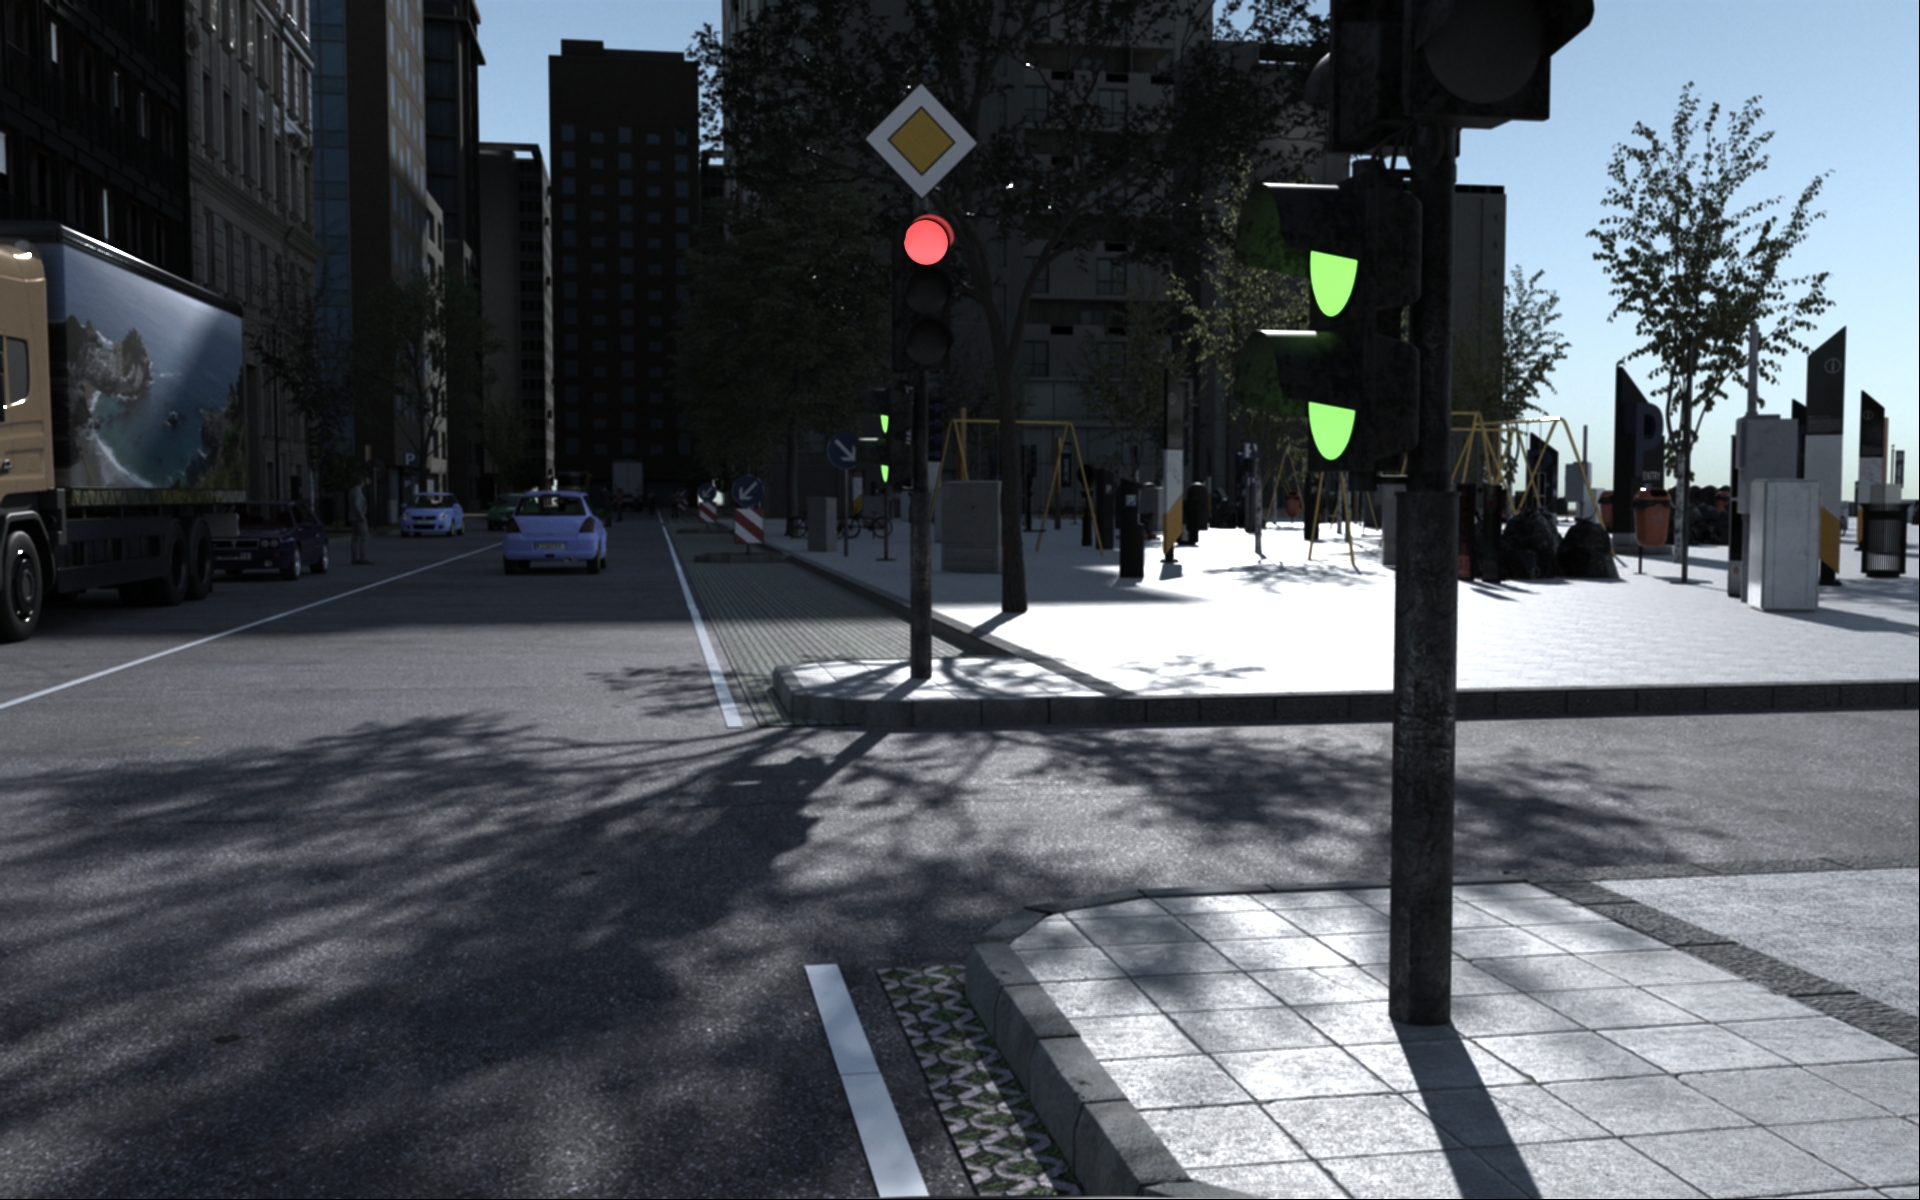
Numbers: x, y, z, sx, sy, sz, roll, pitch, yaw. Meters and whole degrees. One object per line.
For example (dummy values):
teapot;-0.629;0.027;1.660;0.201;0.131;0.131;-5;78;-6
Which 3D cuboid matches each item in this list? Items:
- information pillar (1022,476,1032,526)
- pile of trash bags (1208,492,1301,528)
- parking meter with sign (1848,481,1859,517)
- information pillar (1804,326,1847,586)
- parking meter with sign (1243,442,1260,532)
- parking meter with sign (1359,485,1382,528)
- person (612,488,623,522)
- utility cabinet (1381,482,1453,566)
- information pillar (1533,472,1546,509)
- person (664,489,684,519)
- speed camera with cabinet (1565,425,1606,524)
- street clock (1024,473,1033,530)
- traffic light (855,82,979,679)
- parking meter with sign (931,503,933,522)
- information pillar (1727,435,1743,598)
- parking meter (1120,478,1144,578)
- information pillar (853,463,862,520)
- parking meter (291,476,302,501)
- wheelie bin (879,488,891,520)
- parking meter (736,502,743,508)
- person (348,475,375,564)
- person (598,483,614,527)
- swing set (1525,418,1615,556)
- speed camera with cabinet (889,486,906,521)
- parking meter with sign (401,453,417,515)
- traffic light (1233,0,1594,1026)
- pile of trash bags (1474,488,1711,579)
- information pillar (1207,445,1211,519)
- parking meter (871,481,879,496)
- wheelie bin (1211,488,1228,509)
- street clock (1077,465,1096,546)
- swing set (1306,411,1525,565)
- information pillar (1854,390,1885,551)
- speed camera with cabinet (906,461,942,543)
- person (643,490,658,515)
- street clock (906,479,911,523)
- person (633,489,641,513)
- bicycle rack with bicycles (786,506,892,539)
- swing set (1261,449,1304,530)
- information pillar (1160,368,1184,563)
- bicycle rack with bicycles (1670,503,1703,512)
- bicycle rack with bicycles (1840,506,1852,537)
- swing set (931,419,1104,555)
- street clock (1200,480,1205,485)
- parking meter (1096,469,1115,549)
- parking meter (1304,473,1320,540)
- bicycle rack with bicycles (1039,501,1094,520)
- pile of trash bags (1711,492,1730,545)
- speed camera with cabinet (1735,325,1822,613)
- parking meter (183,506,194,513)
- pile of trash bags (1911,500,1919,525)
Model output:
information pillar;2.719;-4.048;70.669;0.304;2.012;0.304;3;4;38
pile of trash bags;11.121;-3.401;65.355;3.447;1.369;1.912;0;4;8
parking meter with sign;50.899;-6.206;97.731;1.738;3.016;0.543;-1;4;-11
information pillar;12.119;-2.013;24.272;0.504;3.616;0.183;2;4;33
parking meter with sign;9.990;-3.843;59.094;0.543;3.016;1.738;1;4;14
parking meter with sign;15.994;-4.328;67.017;0.543;3.016;1.738;-1;4;-22
person;-17.728;-4.922;89.696;0.721;1.743;1.217;1;4;13
utility cabinet;8.028;-1.330;30.425;1.173;1.500;0.318;0;4;6
information pillar;19.678;-3.325;58.862;0.304;2.012;0.304;-1;4;-12
person;-16.628;-5.601;100.787;1.217;1.736;0.721;1;4;9
speed camera with cabinet;18.245;-3.437;50.525;0.660;3.252;2.038;3;4;37
street clock;2.362;-3.371;59.682;0.358;2.002;0.471;0;4;7
traffic light;-0.291;-1.411;11.993;0.839;4.253;0.868;-1;4;-10
parking meter with sign;-1.281;-5.042;78.704;1.738;3.016;0.543;-1;4;-10
information pillar;9.776;-1.040;21.496;0.304;2.012;0.304;-1;4;-14
parking meter;2.650;-1.117;26.674;0.372;1.533;0.369;0;3;0
information pillar;-5.068;-5.752;85.405;0.504;3.616;0.183;-1;4;-22
parking meter;-21.332;-3.059;55.721;0.255;1.863;0.399;0;4;-2
wheelie bin;-3.674;-4.624;83.518;0.693;1.594;0.980;0;4;4
parking meter;-9.913;-4.441;78.326;0.399;1.863;0.255;-3;5;-41
person;-12.294;-1.639;35.398;0.391;1.810;0.635;-3;5;-43
person;-15.547;-4.164;75.942;0.474;1.900;0.648;3;5;40
swing set;11.794;-2.405;36.940;2.862;2.851;3.119;-1;4;-18
speed camera with cabinet;-2.612;-5.359;81.963;0.660;3.252;2.038;-2;4;-33
parking meter with sign;-22.935;-4.632;72.000;0.543;3.016;1.738;-1;4;-11
traffic light;1.108;-0.930;4.131;0.839;4.253;0.868;-1;4;-10
pile of trash bags;9.596;-1.064;27.153;3.447;1.369;1.912;-1;4;-14
information pillar;11.958;-5.618;83.205;0.183;3.616;0.504;0;4;-6
parking meter;-3.928;-4.539;79.925;0.255;1.863;0.399;2;4;29
wheelie bin;13.136;-4.896;87.964;0.693;1.594;0.980;3;4;37
street clock;3.137;-2.335;42.748;0.471;2.002;0.358;3;4;36
swing set;8.531;-2.152;32.799;3.119;2.851;2.862;0;4;-5
information pillar;20.536;-2.919;39.086;0.504;3.616;0.183;1;4;11
speed camera with cabinet;-0.502;-3.170;46.171;0.660;3.252;2.038;-3;4;-37
person;-21.075;-6.658;118.094;1.217;1.736;0.721;2;4;27
street clock;-2.153;-4.434;77.067;0.471;2.002;0.358;1;4;18
person;-24.919;-7.670;133.769;0.709;1.838;0.599;1;4;17
bicycle rack with bicycles;-3.738;-2.232;49.876;2.925;0.926;2.852;1;4;23
swing set;12.580;-3.869;60.878;3.119;2.851;2.862;-1;4;-23
information pillar;3.979;-2.510;32.386;0.504;3.616;0.183;-3;5;-44
bicycle rack with bicycles;28.725;-3.269;66.836;2.925;0.926;2.852;0;4;7
bicycle rack with bicycles;27.177;-2.411;52.809;2.852;0.926;2.925;2;4;31
swing set;0.992;-2.396;36.798;3.119;2.851;2.862;-2;4;-27
street clock;12.609;-5.232;90.112;0.358;2.002;0.471;1;4;19
parking meter;3.371;-2.111;40.225;0.399;1.863;0.255;-3;5;-40
parking meter;9.948;-2.644;48.933;0.399;1.863;0.255;-1;4;-17
bicycle rack with bicycles;5.260;-4.576;88.206;2.852;0.926;2.925;-1;4;-18
pile of trash bags;18.088;-2.112;44.279;3.447;1.369;1.912;0;4;5
speed camera with cabinet;9.269;-1.547;19.623;0.660;3.252;2.038;1;4;16
parking meter;-16.200;-1.698;36.168;0.372;1.533;0.369;0;3;0
pile of trash bags;41.407;-3.883;73.247;1.912;1.369;3.447;3;4;36
